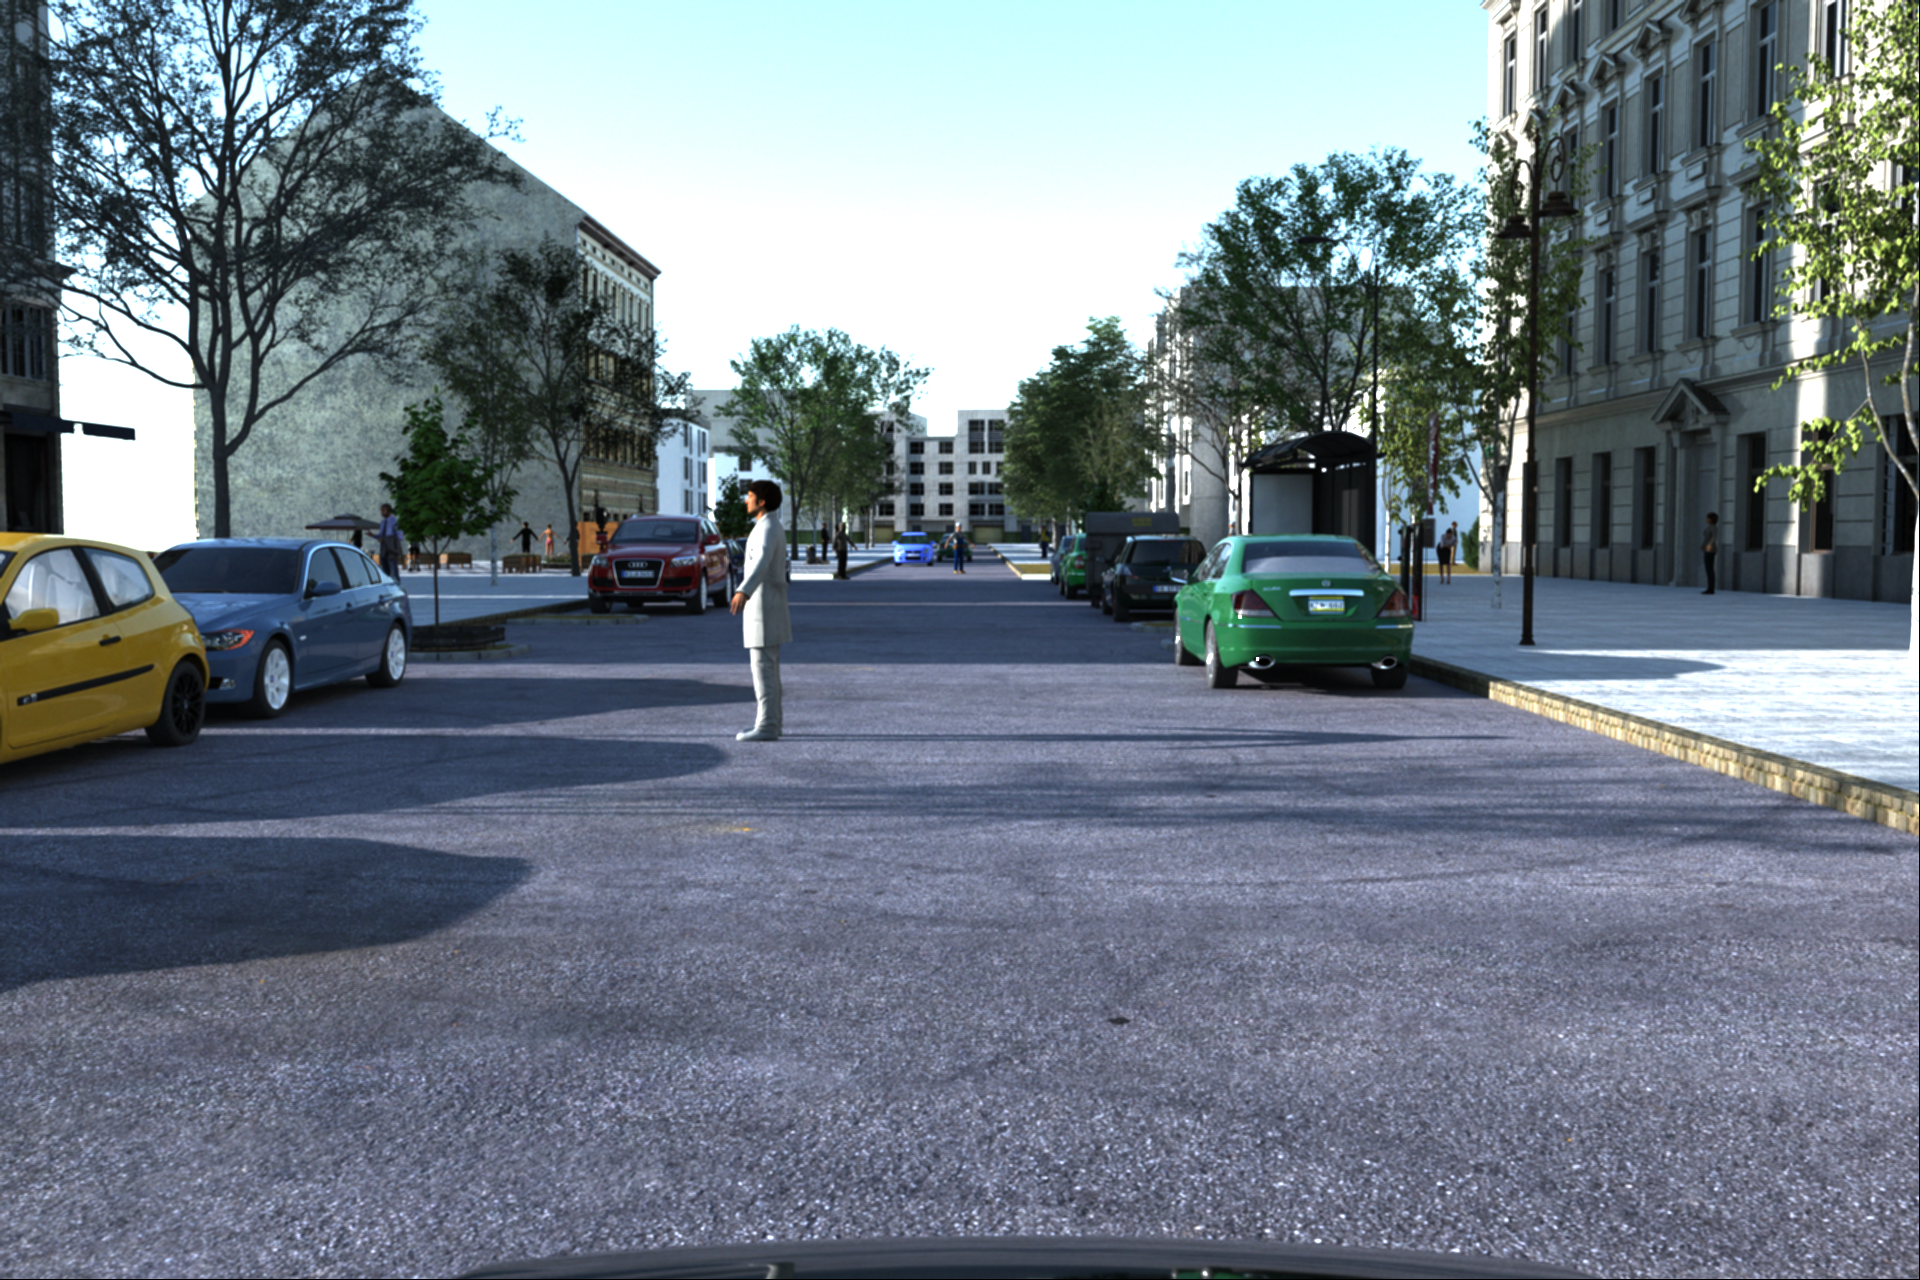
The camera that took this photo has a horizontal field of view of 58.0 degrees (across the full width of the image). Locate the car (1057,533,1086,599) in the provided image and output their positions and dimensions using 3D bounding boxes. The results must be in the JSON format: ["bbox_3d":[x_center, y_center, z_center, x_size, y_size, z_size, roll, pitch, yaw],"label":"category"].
[{"bbox_3d":[3.218,-1.873,39.423,1.959,1.807,4.718,0,4,0],"label":"car"}]

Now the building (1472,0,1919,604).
[{"bbox_3d":[25.228,-15.882,36.086,17.030,29.872,44.131,0,4,0],"label":"building"}]

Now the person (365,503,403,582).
[{"bbox_3d":[-10.533,-1.573,31.632,0.709,1.838,0.599,3,4,36],"label":"person"}]

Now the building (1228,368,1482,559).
[{"bbox_3d":[22.270,-9.760,101.729,9.099,9.664,28.070,0,4,1],"label":"building"}]

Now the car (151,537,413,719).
[{"bbox_3d":[-6.149,-0.181,14.959,2.014,1.417,4.499,0,4,1],"label":"car"}]

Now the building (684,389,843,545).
[{"bbox_3d":[-25.044,-22.059,227.126,16.747,18.905,31.486,0,4,1],"label":"building"}]

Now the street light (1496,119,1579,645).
[{"bbox_3d":[6.571,-2.880,19.884,0.468,5.910,1.993,0,4,1],"label":"street light"}]

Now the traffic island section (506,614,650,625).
[{"bbox_3d":[-6.147,-0.328,28.228,1.991,0.108,1.994,0,4,1],"label":"traffic island section"}]

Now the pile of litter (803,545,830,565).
[{"bbox_3d":[-6.105,-3.650,73.647,1.176,0.858,1.719,0,4,0],"label":"pile of litter"}]

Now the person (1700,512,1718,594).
[{"bbox_3d":[15.930,-1.847,36.956,0.721,1.744,1.215,1,4,16],"label":"person"}]

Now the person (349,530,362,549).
[{"bbox_3d":[-22.138,-3.523,63.537,0.705,1.837,1.347,0,4,-3],"label":"person"}]

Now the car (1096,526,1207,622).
[{"bbox_3d":[3.373,-1.214,29.641,2.009,1.686,4.222,0,4,1],"label":"car"}]

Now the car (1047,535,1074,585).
[{"bbox_3d":[3.548,-2.336,50.190,2.014,1.417,4.499,0,4,1],"label":"car"}]

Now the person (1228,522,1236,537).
[{"bbox_3d":[12.376,-4.473,78.991,0.705,1.847,1.347,2,4,24],"label":"person"}]

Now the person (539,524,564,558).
[{"bbox_3d":[-18.060,-4.259,76.443,1.217,1.733,0.721,1,4,17],"label":"person"}]

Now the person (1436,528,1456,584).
[{"bbox_3d":[12.516,-2.164,44.608,0.628,1.438,0.799,-2,4,-27],"label":"person"}]

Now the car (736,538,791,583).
[{"bbox_3d":[-5.867,-2.271,49.710,1.945,1.354,3.894,0,4,1],"label":"car"}]

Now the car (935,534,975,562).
[{"bbox_3d":[-0.284,-4.813,90.495,2.131,1.459,4.920,0,3,0],"label":"car"}]

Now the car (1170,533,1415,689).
[{"bbox_3d":[3.247,-0.348,17.491,2.131,1.459,4.920,0,4,1],"label":"car"}]

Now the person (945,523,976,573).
[{"bbox_3d":[-0.024,-3.358,63.224,1.347,1.847,0.705,-2,4,-35],"label":"person"}]

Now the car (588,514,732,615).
[{"bbox_3d":[-5.544,-1.457,32.503,2.281,1.827,5.304,0,4,0],"label":"car"}]

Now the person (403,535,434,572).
[{"bbox_3d":[-18.727,-3.258,59.408,1.345,1.843,0.704,-1,4,-13],"label":"person"}]

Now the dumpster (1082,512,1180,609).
[{"bbox_3d":[3.330,-1.559,33.710,1.865,1.857,1.264,0,4,1],"label":"dumpster"}]

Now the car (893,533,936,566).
[{"bbox_3d":[-2.060,-4.199,78.240,1.945,1.707,3.694,0,4,0],"label":"car"}]

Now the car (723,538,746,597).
[{"bbox_3d":[-5.934,-1.705,40.459,1.945,1.354,3.894,0,4,0],"label":"car"}]

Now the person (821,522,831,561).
[{"bbox_3d":[-6.039,-4.369,77.656,0.704,1.802,1.346,1,4,10],"label":"person"}]

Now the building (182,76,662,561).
[{"bbox_3d":[-27.058,-15.902,90.928,19.493,23.208,18.063,0,4,1],"label":"building"}]

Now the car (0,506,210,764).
[{"bbox_3d":[-6.091,-0.008,10.357,2.015,1.641,3.980,0,4,1],"label":"car"}]

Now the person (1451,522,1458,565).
[{"bbox_3d":[20.315,-3.967,71.129,0.705,1.796,1.348,1,4,18],"label":"person"}]

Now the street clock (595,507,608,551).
[{"bbox_3d":[-9.709,-2.592,46.953,0.358,2.002,0.471,0,4,1],"label":"street clock"}]

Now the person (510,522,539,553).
[{"bbox_3d":[-18.507,-4.136,73.802,0.705,1.806,1.347,3,5,45],"label":"person"}]

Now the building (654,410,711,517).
[{"bbox_3d":[-23.170,-11.455,129.436,9.099,9.664,28.070,0,4,0],"label":"building"}]

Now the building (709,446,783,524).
[{"bbox_3d":[-22.838,-14.502,179.257,9.099,9.664,28.070,0,3,0],"label":"building"}]

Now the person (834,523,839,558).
[{"bbox_3d":[-6.496,-5.244,91.512,0.705,1.856,1.354,0,4,-3],"label":"person"}]

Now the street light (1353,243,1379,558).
[{"bbox_3d":[7.019,-3.334,27.054,1.470,5.913,1.316,0,4,1],"label":"street light"}]

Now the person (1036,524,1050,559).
[{"bbox_3d":[4.405,-5.203,91.036,0.705,1.833,1.349,-2,4,-26],"label":"person"}]

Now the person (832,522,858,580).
[{"bbox_3d":[-3.668,-2.807,54.477,0.705,1.813,1.348,2,4,29],"label":"person"}]

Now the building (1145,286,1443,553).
[{"bbox_3d":[24.084,-16.254,132.206,16.747,18.905,31.486,0,4,0],"label":"building"}]

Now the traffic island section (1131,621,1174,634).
[{"bbox_3d":[3.576,-0.183,25.853,1.991,0.108,1.994,0,3,0],"label":"traffic island section"}]

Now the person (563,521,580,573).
[{"bbox_3d":[-12.704,-3.053,56.637,0.721,1.740,1.216,-2,4,-32],"label":"person"}]

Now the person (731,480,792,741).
[{"bbox_3d":[-1.392,-0.213,12.119,0.705,1.806,1.347,0,4,1],"label":"person"}]
